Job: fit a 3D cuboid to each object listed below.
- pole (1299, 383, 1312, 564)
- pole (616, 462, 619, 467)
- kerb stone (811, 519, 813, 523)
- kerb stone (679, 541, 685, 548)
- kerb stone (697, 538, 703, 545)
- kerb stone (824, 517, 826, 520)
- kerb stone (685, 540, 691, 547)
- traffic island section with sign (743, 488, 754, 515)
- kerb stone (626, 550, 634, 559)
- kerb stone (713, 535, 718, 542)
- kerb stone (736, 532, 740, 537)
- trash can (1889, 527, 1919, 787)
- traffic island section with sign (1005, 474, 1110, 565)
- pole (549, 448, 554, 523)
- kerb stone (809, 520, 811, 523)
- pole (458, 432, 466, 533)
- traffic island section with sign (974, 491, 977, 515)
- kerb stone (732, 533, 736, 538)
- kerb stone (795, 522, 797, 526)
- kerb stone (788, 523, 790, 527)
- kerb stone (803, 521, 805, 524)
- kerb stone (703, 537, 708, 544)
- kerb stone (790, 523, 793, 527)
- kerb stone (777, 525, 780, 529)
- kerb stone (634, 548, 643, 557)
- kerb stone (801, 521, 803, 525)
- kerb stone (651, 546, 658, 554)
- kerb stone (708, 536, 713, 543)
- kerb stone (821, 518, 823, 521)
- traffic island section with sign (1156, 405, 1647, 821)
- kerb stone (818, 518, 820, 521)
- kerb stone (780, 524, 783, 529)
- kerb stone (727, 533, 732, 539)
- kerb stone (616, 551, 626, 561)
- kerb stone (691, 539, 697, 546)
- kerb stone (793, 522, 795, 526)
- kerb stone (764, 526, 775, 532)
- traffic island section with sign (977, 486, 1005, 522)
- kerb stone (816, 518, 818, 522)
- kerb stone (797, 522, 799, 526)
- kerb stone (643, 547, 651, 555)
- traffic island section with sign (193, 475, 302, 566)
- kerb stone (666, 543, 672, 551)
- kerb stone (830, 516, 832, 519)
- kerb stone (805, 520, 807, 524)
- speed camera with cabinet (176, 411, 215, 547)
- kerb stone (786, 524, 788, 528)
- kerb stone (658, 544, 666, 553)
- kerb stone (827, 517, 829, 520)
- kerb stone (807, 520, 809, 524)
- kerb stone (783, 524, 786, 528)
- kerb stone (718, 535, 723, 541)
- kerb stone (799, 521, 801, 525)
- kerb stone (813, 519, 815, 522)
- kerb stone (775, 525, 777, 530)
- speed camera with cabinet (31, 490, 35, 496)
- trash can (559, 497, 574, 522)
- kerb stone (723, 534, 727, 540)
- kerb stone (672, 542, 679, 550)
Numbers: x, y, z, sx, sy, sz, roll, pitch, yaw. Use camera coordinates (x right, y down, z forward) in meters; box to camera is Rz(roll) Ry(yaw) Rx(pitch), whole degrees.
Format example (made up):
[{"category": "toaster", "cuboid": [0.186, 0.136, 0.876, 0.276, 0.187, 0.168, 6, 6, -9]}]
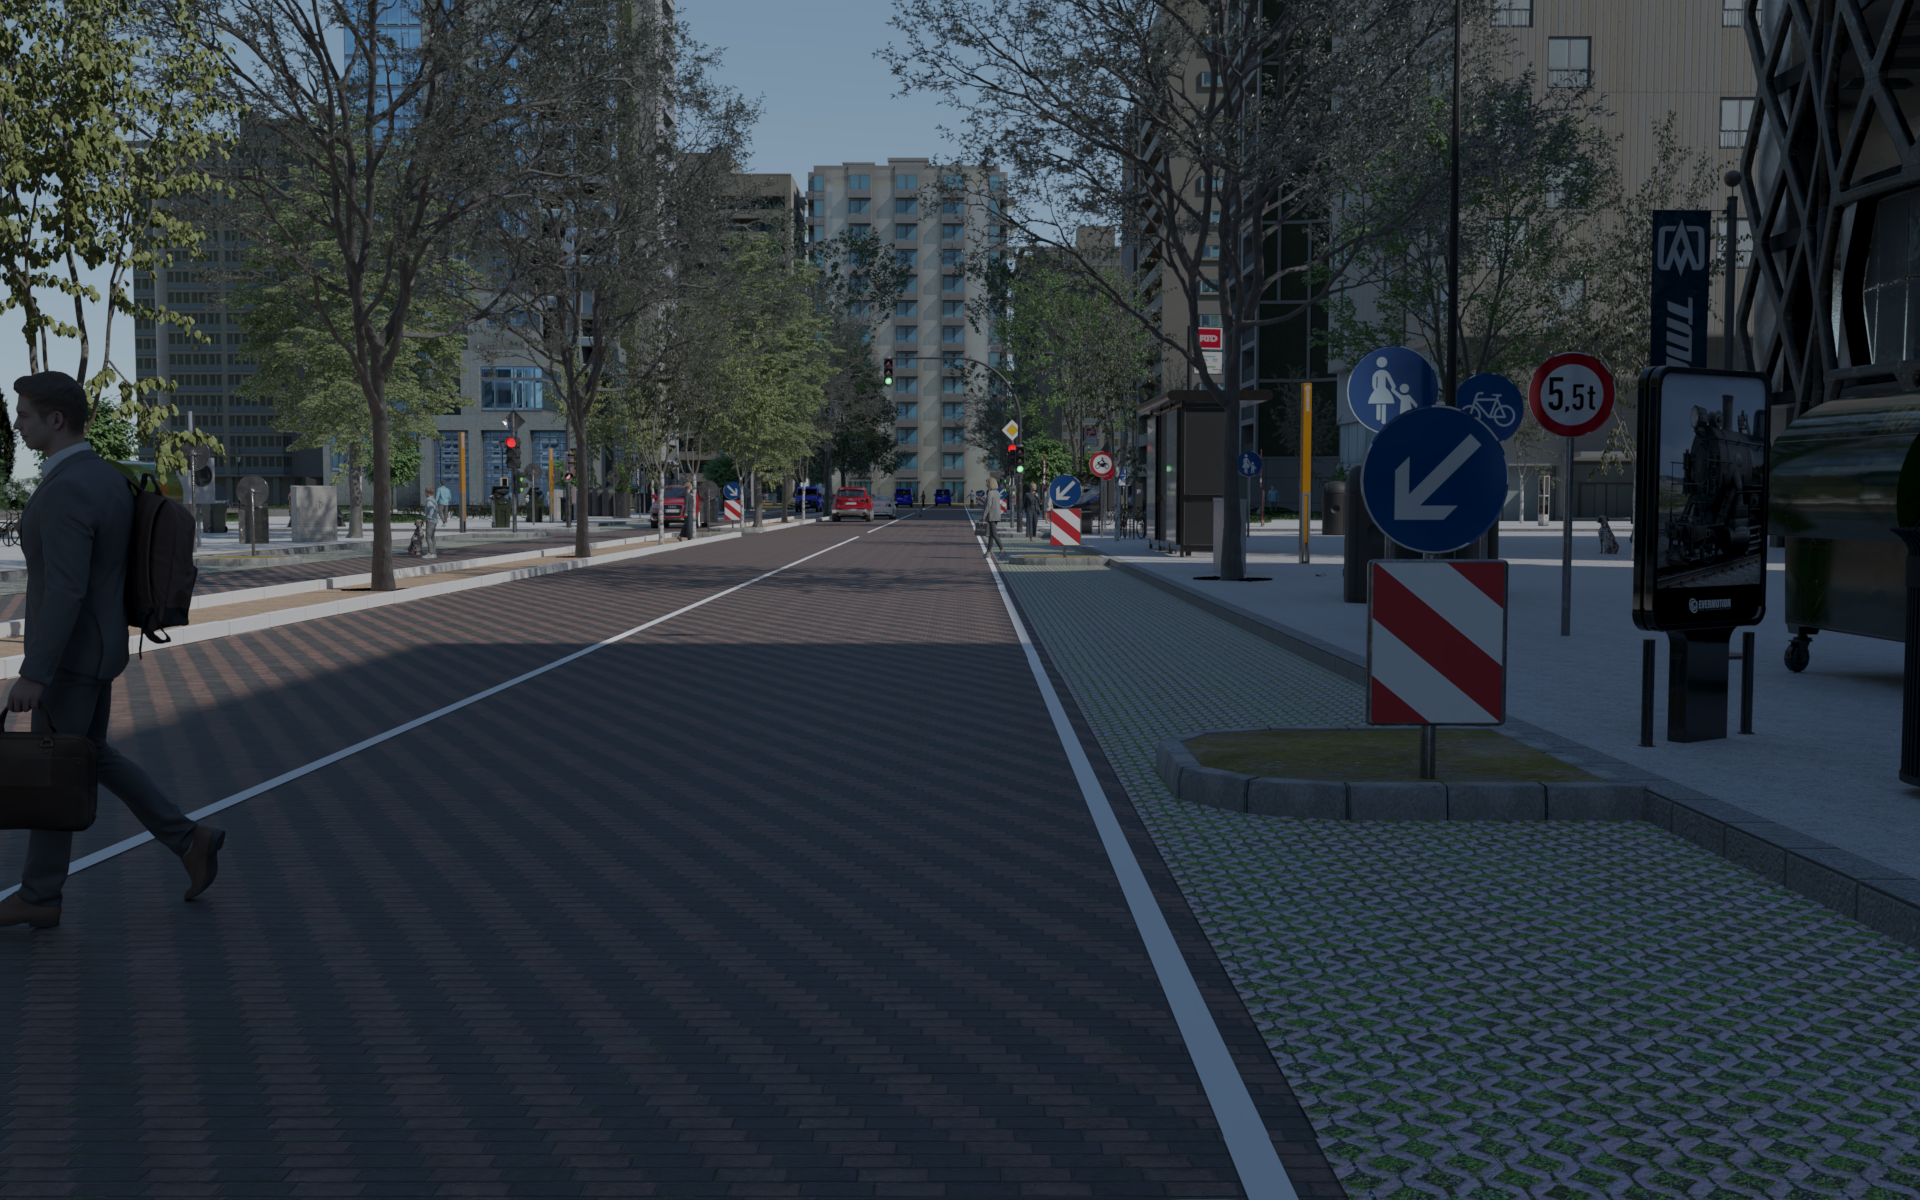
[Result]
[{"category": "pole", "cuboid": [6.368, -2.330, 31.939, 0.158, 3.312, 0.155, 0, 3, 0]}, {"category": "pole", "cuboid": [-21.493, -7.029, 108.764, 0.158, 3.312, 0.155, 0, 3, 0]}, {"category": "kerb stone", "cuboid": [-7.454, -3.852, 85.168, 0.120, 0.150, 1.000, 0, 3, 0]}, {"category": "kerb stone", "cuboid": [-7.451, -1.426, 45.673, 0.120, 0.150, 1.000, 0, 3, 0]}, {"category": "kerb stone", "cuboid": [-7.449, -1.623, 48.753, 0.120, 0.150, 1.000, 0, 3, 0]}, {"category": "kerb stone", "cuboid": [-7.452, -4.351, 93.363, 0.120, 0.150, 1.000, 0, 3, 0]}, {"category": "kerb stone", "cuboid": [-7.452, -1.497, 46.699, 0.120, 0.150, 1.000, 0, 3, 0]}, {"category": "traffic island section with sign", "cuboid": [-14.525, -6.693, 118.057, 1.989, 1.847, 2.006, 0, 3, 0]}, {"category": "kerb stone", "cuboid": [-7.448, -0.995, 38.496, 0.120, 0.150, 1.000, 0, 3, 0]}, {"category": "kerb stone", "cuboid": [-7.449, -1.804, 51.823, 0.120, 0.150, 1.000, 0, 3, 0]}, {"category": "kerb stone", "cuboid": [-7.453, -2.126, 56.948, 0.120, 0.150, 1.000, 0, 3, 0]}, {"category": "trash can", "cuboid": [4.302, 0.269, 7.263, 0.748, 1.137, 0.748, 0, 3, 0]}, {"category": "traffic island section with sign", "cuboid": [2.003, -1.640, 35.447, 1.989, 1.847, 2.006, 0, 3, 0]}, {"category": "pole", "cuboid": [-18.100, -5.067, 76.686, 0.158, 3.312, 0.155, 0, 3, 0]}, {"category": "kerb stone", "cuboid": [-7.466, -3.786, 84.136, 0.120, 0.150, 1.000, 0, 3, 0]}, {"category": "pole", "cuboid": [-16.401, -3.866, 57.057, 0.158, 3.312, 0.155, 0, 3, 0]}, {"category": "traffic island section with sign", "cuboid": [1.989, -6.674, 117.753, 1.989, 1.847, 2.006, 0, 3, 0]}, {"category": "kerb stone", "cuboid": [-7.451, -2.063, 55.921, 0.120, 0.150, 1.000, 0, 3, 0]}, {"category": "kerb stone", "cuboid": [-7.465, -3.350, 76.962, 0.120, 0.150, 1.000, 0, 3, 0]}, {"category": "kerb stone", "cuboid": [-7.458, -3.161, 73.885, 0.120, 0.150, 1.000, 0, 3, 0]}, {"category": "kerb stone", "cuboid": [-7.462, -3.600, 81.053, 0.120, 0.150, 1.000, 0, 3, 0]}, {"category": "kerb stone", "cuboid": [-7.446, -1.683, 49.775, 0.120, 0.150, 1.000, 0, 3, 0]}, {"category": "kerb stone", "cuboid": [-7.450, -3.224, 74.917, 0.120, 0.150, 1.000, 0, 3, 0]}, {"category": "kerb stone", "cuboid": [-7.453, -2.910, 69.777, 0.120, 0.150, 1.000, 0, 3, 0]}, {"category": "kerb stone", "cuboid": [-7.441, -1.059, 39.518, 0.120, 0.150, 1.000, 0, 3, 0]}, {"category": "kerb stone", "cuboid": [-7.461, -3.537, 80.031, 0.120, 0.150, 1.000, 0, 3, 0]}, {"category": "kerb stone", "cuboid": [-7.450, -1.185, 41.567, 0.120, 0.150, 1.000, 0, 3, 0]}, {"category": "kerb stone", "cuboid": [-7.451, -1.749, 50.797, 0.120, 0.150, 1.000, 0, 3, 0]}, {"category": "kerb stone", "cuboid": [-7.458, -4.227, 91.310, 0.120, 0.150, 1.000, 0, 3, 0]}, {"category": "traffic island section with sign", "cuboid": [2.009, 0.008, 8.491, 1.989, 1.847, 2.006, 0, 3, 0]}, {"category": "kerb stone", "cuboid": [-7.461, -4.102, 89.264, 0.120, 0.150, 1.000, 0, 3, 0]}, {"category": "kerb stone", "cuboid": [-7.455, -2.973, 70.800, 0.120, 0.150, 1.000, 0, 3, 0]}, {"category": "kerb stone", "cuboid": [-7.448, -1.998, 54.895, 0.120, 0.150, 1.000, 0, 3, 0]}, {"category": "kerb stone", "cuboid": [-7.446, -0.934, 37.474, 0.120, 0.150, 1.000, 0, 3, 0]}, {"category": "kerb stone", "cuboid": [-7.450, -1.561, 47.725, 0.120, 0.150, 1.000, 0, 3, 0]}, {"category": "kerb stone", "cuboid": [-7.458, -3.285, 75.940, 0.120, 0.150, 1.000, 0, 3, 0]}, {"category": "kerb stone", "cuboid": [-7.460, -2.785, 67.729, 0.120, 0.150, 1.000, 0, 3, 0]}, {"category": "traffic island section with sign", "cuboid": [1.997, -4.993, 90.257, 1.989, 1.847, 2.006, 0, 3, 0]}, {"category": "kerb stone", "cuboid": [-7.459, -4.035, 88.242, 0.120, 0.150, 1.000, 0, 3, 0]}, {"category": "kerb stone", "cuboid": [-7.453, -3.412, 77.986, 0.120, 0.150, 1.000, 0, 3, 0]}, {"category": "kerb stone", "cuboid": [-7.443, -1.122, 40.545, 0.120, 0.150, 1.000, 0, 3, 0]}, {"category": "traffic island section with sign", "cuboid": [-14.509, -1.617, 35.064, 1.989, 1.847, 2.006, 0, 3, 0]}, {"category": "kerb stone", "cuboid": [-7.449, -1.310, 43.617, 0.120, 0.150, 1.000, 0, 3, 0]}, {"category": "kerb stone", "cuboid": [-7.458, -4.604, 97.475, 0.120, 0.150, 1.000, 0, 3, 0]}, {"category": "kerb stone", "cuboid": [-7.452, -3.663, 82.089, 0.120, 0.150, 1.000, 0, 3, 0]}, {"category": "speed camera with cabinet", "cuboid": [-18.660, -2.843, 40.811, 0.660, 3.252, 2.038, 3, 4, 37]}, {"category": "kerb stone", "cuboid": [-7.446, -3.099, 72.856, 0.120, 0.150, 1.000, 0, 3, 0]}, {"category": "kerb stone", "cuboid": [-7.449, -1.247, 42.589, 0.120, 0.150, 1.000, 0, 3, 0]}, {"category": "kerb stone", "cuboid": [-7.465, -4.477, 95.422, 0.120, 0.150, 1.000, 0, 3, 0]}, {"category": "kerb stone", "cuboid": [-7.458, -3.726, 83.113, 0.120, 0.150, 1.000, 0, 3, 0]}, {"category": "kerb stone", "cuboid": [-7.450, -3.035, 71.825, 0.120, 0.150, 1.000, 0, 3, 0]}, {"category": "kerb stone", "cuboid": [-7.451, -1.875, 52.848, 0.120, 0.150, 1.000, 0, 3, 0]}, {"category": "kerb stone", "cuboid": [-7.459, -3.471, 79.009, 0.120, 0.150, 1.000, 0, 3, 0]}, {"category": "kerb stone", "cuboid": [-7.460, -3.911, 86.195, 0.120, 0.150, 1.000, 0, 3, 0]}, {"category": "kerb stone", "cuboid": [-7.461, -2.848, 68.755, 0.120, 0.150, 1.000, 0, 3, 0]}, {"category": "speed camera with cabinet", "cuboid": [-36.365, -4.605, 69.632, 2.038, 3.252, 0.660, 1, 4, 17]}, {"category": "trash can", "cuboid": [-18.286, -4.218, 80.625, 0.748, 1.137, 0.748, 0, 3, 0]}, {"category": "kerb stone", "cuboid": [-7.457, -1.937, 53.870, 0.120, 0.150, 1.000, 0, 3, 0]}, {"category": "kerb stone", "cuboid": [-7.442, -1.373, 44.647, 0.120, 0.150, 1.000, 0, 3, 0]}]
